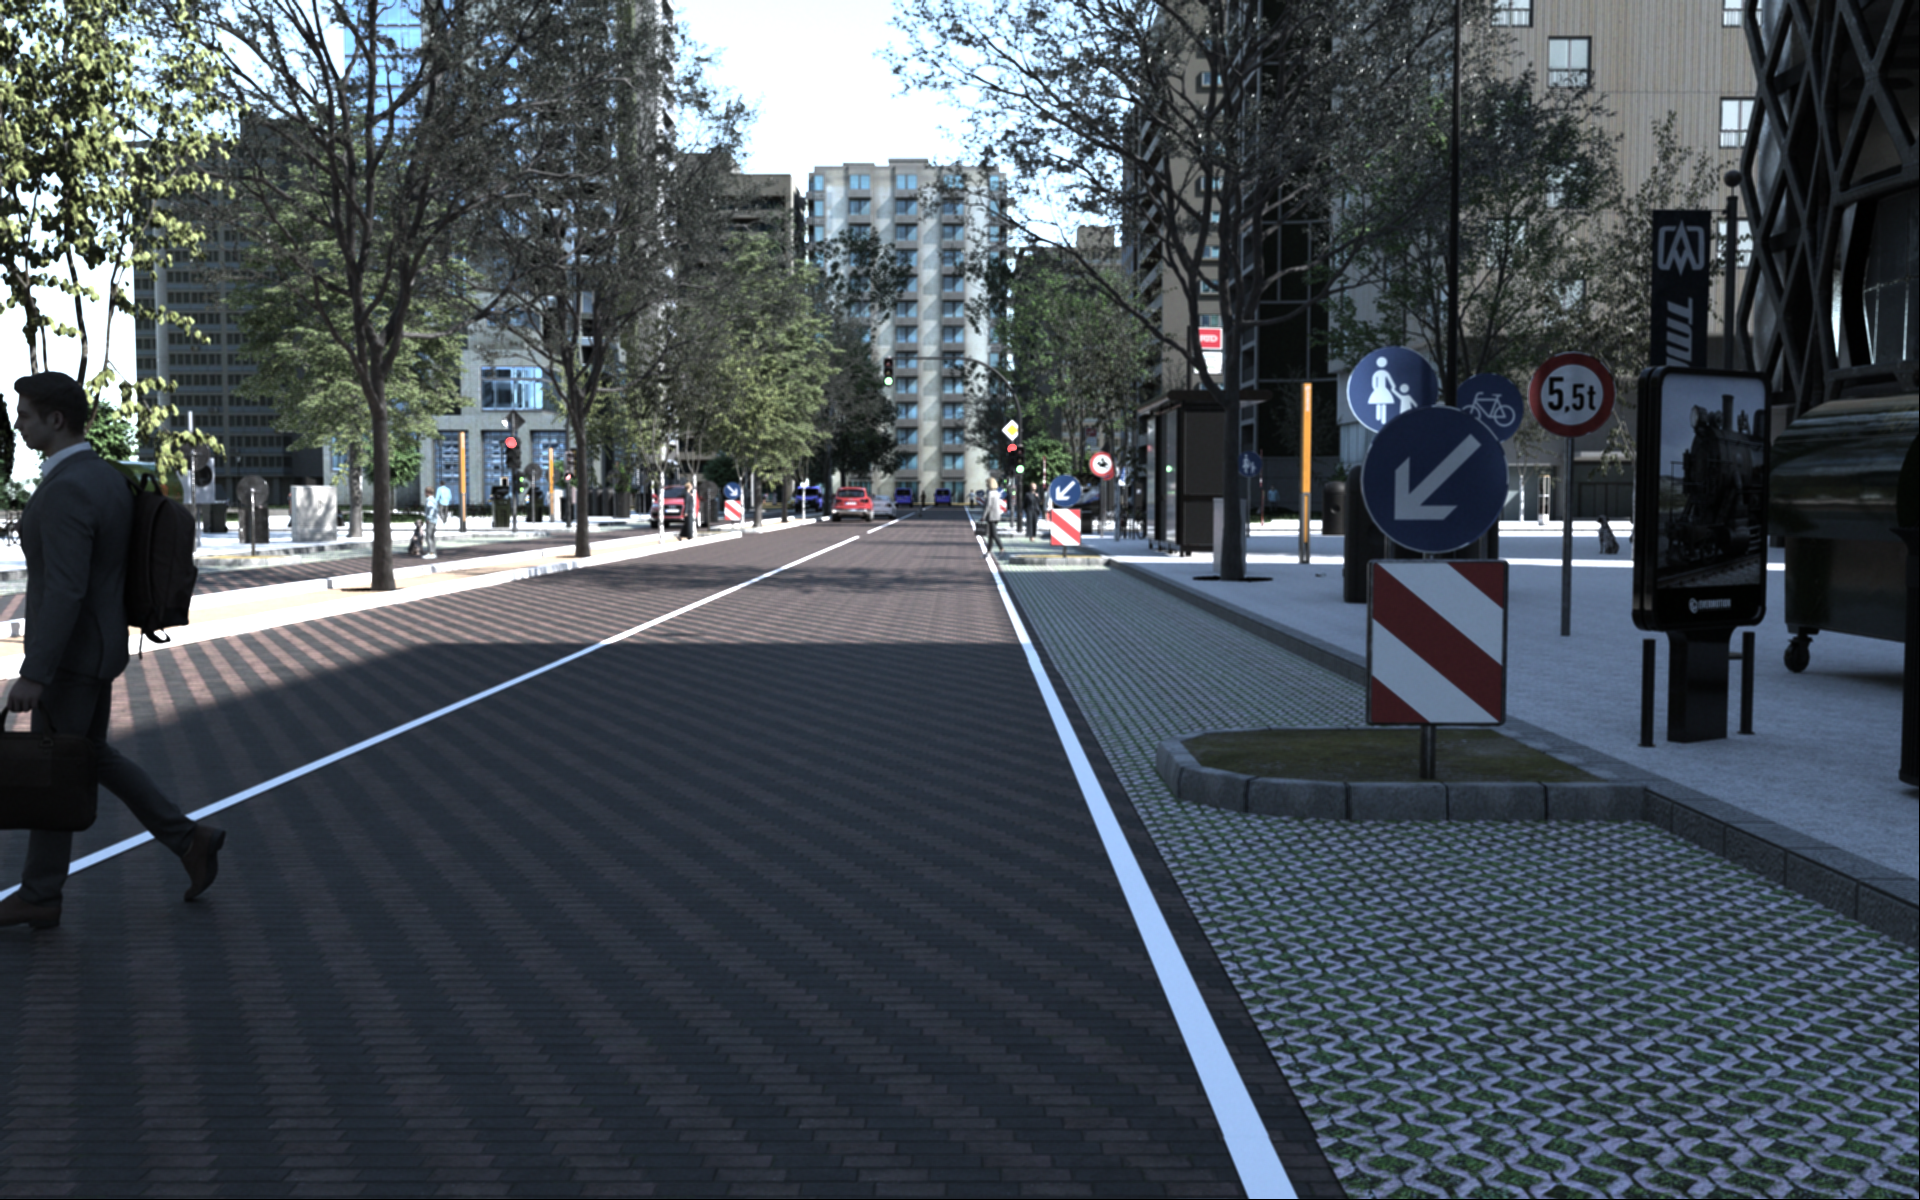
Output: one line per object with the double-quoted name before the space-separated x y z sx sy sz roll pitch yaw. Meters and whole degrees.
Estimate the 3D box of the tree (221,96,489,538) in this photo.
"tree" -17.648 -8.101 50.577 7.486 12.596 7.792 0 3 0

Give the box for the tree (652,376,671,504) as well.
"tree" -17.623 -9.032 98.034 4.737 8.622 4.395 0 3 0

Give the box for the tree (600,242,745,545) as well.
"tree" -8.368 -5.846 48.399 4.360 8.622 3.978 0 3 0

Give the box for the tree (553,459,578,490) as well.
"tree" -31.100 -9.428 137.860 4.285 4.588 4.351 0 3 0

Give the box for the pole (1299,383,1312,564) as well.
"pole" 6.368 -2.330 31.939 0.158 3.312 0.155 0 3 0

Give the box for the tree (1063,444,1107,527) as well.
"tree" 5.065 -4.439 67.179 1.663 3.219 1.824 0 3 0

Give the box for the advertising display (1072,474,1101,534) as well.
"advertising display" 4.089 -3.101 55.908 0.974 1.923 0.123 1 4 23

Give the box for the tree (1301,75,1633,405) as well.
"tree" 12.240 -7.124 42.232 9.928 11.665 9.643 0 3 0

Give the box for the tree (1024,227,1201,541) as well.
"tree" 4.108 -5.906 46.923 4.360 8.622 3.978 0 3 0

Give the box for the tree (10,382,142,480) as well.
"tree" -24.895 -3.994 49.020 4.285 4.588 4.351 0 3 0

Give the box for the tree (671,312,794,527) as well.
"tree" -8.392 -6.954 66.523 4.737 8.622 4.395 0 3 0

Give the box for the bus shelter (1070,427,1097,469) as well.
"bus shelter" 7.172 -7.601 101.906 2.179 5.291 8.768 0 3 0

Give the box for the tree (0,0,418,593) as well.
"tree" -8.448 -6.856 24.915 12.009 13.543 11.850 0 3 0

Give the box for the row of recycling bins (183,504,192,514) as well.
"row of recycling bins" -31.747 -3.779 68.905 3.534 1.692 1.069 2 4 32

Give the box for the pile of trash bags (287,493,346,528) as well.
"pile of trash bags" -24.964 -3.472 66.520 1.912 1.369 3.447 0 4 -1

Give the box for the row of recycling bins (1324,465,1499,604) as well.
"row of recycling bins" 5.842 -0.886 21.591 1.069 1.692 3.534 3 4 37

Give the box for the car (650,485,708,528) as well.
"car" -11.906 -3.984 73.806 2.281 1.827 5.304 0 4 -2

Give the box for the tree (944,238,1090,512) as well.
"tree" 4.997 -16.521 126.008 12.611 20.169 13.585 0 3 0

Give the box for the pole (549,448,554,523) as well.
"pole" -18.100 -5.067 76.686 0.158 3.312 0.155 0 3 0

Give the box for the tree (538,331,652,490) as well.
"tree" -16.984 -7.875 79.125 4.737 8.622 4.395 0 3 0

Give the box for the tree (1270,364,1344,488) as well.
"tree" 19.334 -9.005 97.594 4.360 8.622 3.978 0 3 0

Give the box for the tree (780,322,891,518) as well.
"tree" -7.825 -10.638 102.146 9.928 11.665 9.643 0 3 0

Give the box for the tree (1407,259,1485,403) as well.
"tree" 14.781 -6.031 48.967 4.360 8.622 3.978 0 3 0

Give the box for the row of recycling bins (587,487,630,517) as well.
"row of recycling bins" -20.069 -5.571 98.194 3.534 1.692 1.069 3 4 36

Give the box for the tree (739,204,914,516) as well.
"tree" -9.751 -15.589 113.234 12.611 20.169 13.585 0 3 0

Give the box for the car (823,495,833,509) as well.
"car" -12.209 -9.320 162.176 2.009 1.686 4.222 0 4 -2

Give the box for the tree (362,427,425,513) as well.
"tree" -27.397 -6.086 83.219 4.285 4.588 4.351 0 3 0

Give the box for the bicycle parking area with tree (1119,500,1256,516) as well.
"bicycle parking area with tree" 13.110 -7.194 104.630 9.016 4.147 8.231 0 4 4

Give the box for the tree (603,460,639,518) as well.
"tree" -18.039 -5.986 92.480 1.663 3.219 1.824 0 3 0

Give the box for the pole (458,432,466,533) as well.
"pole" -16.401 -3.866 57.057 0.158 3.312 0.155 0 3 0

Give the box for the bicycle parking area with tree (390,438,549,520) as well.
"bicycle parking area with tree" -25.472 -6.354 90.882 9.016 4.147 8.231 2 4 35

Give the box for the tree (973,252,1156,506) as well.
"tree" 4.888 -9.078 74.179 9.928 11.665 9.643 0 3 0

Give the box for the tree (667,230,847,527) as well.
"tree" -8.777 -9.404 74.344 7.486 12.596 7.792 0 3 0

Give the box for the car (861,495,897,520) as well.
"car" -4.638 -5.290 98.848 2.083 1.381 4.827 0 4 1

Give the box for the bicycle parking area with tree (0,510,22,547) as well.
"bicycle parking area with tree" -26.846 -3.209 39.463 8.231 4.147 9.016 1 4 21

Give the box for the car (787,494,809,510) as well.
"car" -14.757 -9.027 157.816 2.015 1.641 3.980 0 4 1

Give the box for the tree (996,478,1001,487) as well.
"tree" 4.564 -13.026 207.568 1.663 3.219 1.824 0 3 0

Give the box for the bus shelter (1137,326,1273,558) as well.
"bus shelter" 5.234 -3.758 39.071 2.179 5.291 8.768 0 3 0

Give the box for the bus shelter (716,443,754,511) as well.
"bus shelter" -17.286 -9.530 133.450 2.179 5.291 8.768 0 4 0

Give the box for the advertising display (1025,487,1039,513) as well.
"advertising display" 4.811 -6.799 116.385 0.974 1.923 0.123 0 4 -4

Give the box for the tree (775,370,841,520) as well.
"tree" -8.475 -8.610 93.592 4.360 8.622 3.978 0 3 0

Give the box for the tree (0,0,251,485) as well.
"tree" -8.367 -3.851 15.777 4.737 8.622 4.395 0 3 0

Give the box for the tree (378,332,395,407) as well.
"tree" -24.695 -7.342 70.411 4.737 8.622 4.395 0 3 0

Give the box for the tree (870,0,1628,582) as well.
"tree" 3.912 -7.028 25.275 12.009 13.543 11.850 0 3 0

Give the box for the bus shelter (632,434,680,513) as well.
"bus shelter" -20.980 -8.667 119.335 2.179 5.291 8.768 0 3 0

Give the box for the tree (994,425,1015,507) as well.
"tree" 5.103 -13.681 174.052 4.737 8.622 4.395 0 3 0

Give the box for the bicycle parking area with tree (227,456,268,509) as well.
"bicycle parking area with tree" -56.638 -8.730 129.744 8.231 4.147 9.016 0 4 6

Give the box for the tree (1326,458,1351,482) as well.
"tree" 20.328 -5.979 92.356 1.663 3.219 1.824 0 3 0

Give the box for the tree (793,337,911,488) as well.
"tree" -8.419 -12.550 124.652 9.611 12.733 9.660 0 3 0

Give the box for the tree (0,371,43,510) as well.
"tree" -72.929 -13.738 126.430 13.155 14.587 18.604 -1 4 -14

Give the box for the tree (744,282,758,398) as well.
"tree" -8.461 -6.243 54.900 4.360 8.622 3.978 0 3 0

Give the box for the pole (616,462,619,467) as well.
"pole" -21.493 -7.029 108.764 0.158 3.312 0.155 0 3 0

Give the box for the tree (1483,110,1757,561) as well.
"tree" 12.708 -5.052 32.966 4.360 8.622 3.978 0 3 0

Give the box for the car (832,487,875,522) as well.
"car" -5.587 -4.996 90.354 2.281 1.827 5.304 0 4 -1

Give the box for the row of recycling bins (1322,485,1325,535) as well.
"row of recycling bins" 12.608 -2.915 54.775 3.534 1.692 1.069 -3 5 -44

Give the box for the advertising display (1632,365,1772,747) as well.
"advertising display" 3.851 -0.231 8.989 0.974 1.923 0.123 -2 4 -33

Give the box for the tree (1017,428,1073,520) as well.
"tree" 4.107 -6.296 86.659 4.285 4.588 4.351 0 3 0

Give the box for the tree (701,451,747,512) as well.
"tree" -17.213 -8.726 126.379 4.285 4.588 4.351 0 3 0
